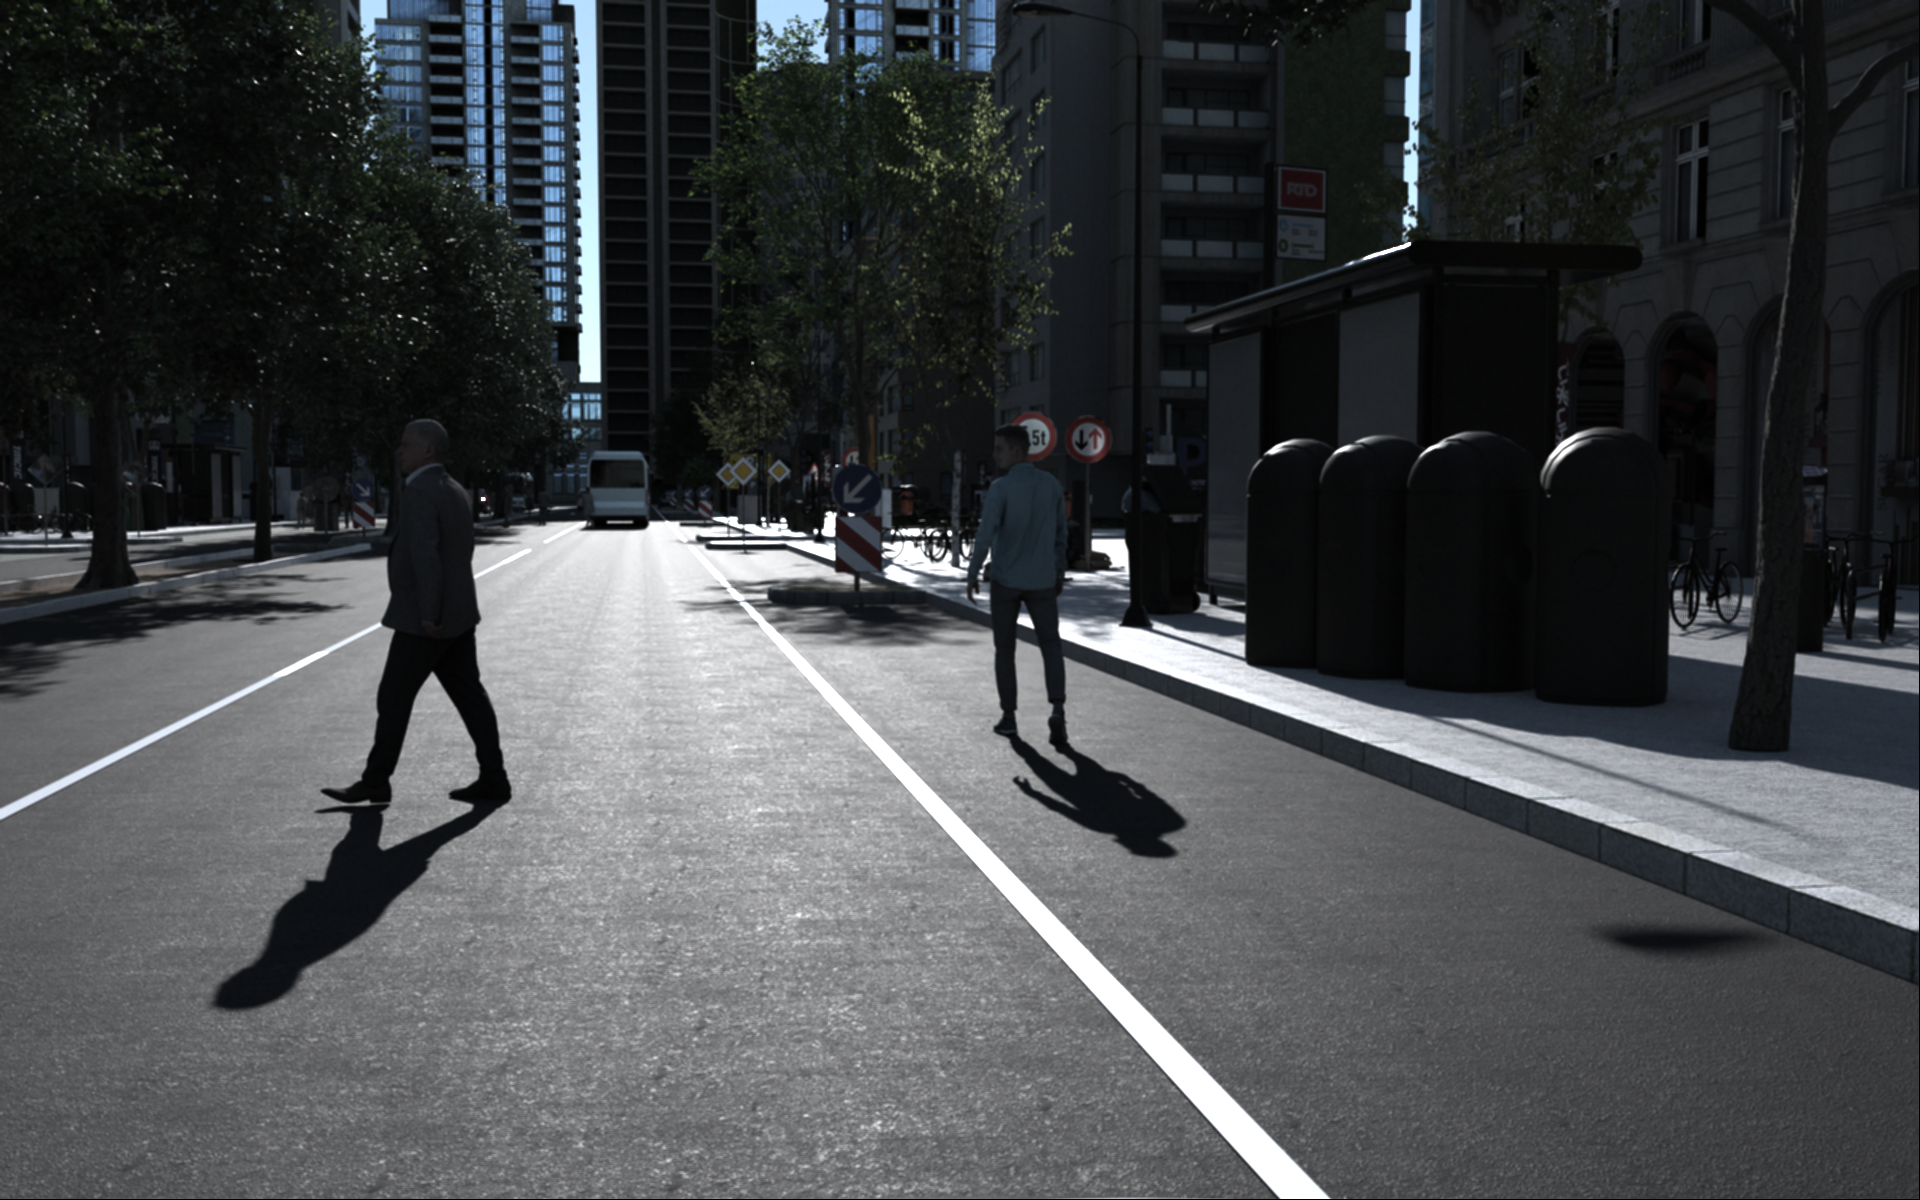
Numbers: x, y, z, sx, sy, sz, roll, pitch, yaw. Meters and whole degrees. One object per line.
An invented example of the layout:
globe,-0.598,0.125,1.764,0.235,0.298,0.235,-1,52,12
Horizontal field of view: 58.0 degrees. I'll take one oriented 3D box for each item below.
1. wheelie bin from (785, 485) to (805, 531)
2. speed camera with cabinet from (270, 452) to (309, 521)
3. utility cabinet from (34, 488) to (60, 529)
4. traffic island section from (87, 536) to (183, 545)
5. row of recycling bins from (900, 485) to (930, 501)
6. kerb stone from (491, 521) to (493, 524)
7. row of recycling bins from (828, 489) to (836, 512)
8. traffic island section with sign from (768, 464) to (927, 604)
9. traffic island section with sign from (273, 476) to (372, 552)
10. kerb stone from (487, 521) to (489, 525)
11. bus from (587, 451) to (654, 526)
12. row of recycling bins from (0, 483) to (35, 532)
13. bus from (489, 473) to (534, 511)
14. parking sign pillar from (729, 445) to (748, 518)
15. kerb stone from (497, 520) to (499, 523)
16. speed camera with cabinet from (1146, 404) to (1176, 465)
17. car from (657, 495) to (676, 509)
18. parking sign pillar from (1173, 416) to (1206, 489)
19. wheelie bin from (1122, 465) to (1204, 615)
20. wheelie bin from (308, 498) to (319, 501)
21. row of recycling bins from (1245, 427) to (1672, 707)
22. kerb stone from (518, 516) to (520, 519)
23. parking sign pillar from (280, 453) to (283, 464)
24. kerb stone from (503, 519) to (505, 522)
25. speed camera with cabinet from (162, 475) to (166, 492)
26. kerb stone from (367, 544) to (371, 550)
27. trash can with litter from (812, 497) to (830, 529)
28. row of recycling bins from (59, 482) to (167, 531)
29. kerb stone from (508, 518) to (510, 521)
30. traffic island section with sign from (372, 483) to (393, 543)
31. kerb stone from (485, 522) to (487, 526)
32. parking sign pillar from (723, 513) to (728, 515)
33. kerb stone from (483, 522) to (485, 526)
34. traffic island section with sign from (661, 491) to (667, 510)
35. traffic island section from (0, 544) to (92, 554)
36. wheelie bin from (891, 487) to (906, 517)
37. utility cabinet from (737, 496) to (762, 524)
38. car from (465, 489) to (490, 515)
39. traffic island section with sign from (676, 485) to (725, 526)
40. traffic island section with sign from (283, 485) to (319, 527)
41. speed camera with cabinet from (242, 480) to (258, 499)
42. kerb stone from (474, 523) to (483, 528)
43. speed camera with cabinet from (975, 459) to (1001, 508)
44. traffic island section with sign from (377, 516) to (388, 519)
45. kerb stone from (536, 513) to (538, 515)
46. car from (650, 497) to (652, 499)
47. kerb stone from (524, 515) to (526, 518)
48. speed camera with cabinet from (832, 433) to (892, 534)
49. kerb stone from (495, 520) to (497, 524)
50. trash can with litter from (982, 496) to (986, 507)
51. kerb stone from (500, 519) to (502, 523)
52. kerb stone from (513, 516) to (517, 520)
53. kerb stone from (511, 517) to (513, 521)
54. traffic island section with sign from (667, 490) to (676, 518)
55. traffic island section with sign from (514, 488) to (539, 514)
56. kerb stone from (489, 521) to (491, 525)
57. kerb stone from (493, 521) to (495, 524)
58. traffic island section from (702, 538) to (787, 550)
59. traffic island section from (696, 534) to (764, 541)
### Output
wheelie bin,-5.616,-3.199,60.212,0.980,1.594,0.693,-2,4,-27
speed camera with cabinet,-32.363,-5.426,83.047,0.660,3.252,2.038,3,5,42
utility cabinet,-33.184,-3.316,62.896,1.173,1.500,0.318,-1,4,-21
traffic island section,-24.009,-1.732,50.598,2.009,0.180,2.903,-1,4,-10
row of recycling bins,-2.210,-5.263,93.160,1.069,1.692,3.534,1,4,9
kerb stone,-21.842,-3.548,80.208,0.120,0.150,1.000,-1,4,-10
row of recycling bins,-7.944,-7.318,126.762,3.534,1.692,1.069,-2,4,-25
traffic island section with sign,-1.589,-0.911,23.517,1.989,1.847,2.006,-1,4,-10
traffic island section with sign,-16.271,-2.202,44.138,2.006,1.907,1.989,-1,4,-10
kerb stone,-21.467,-3.425,78.196,0.120,0.150,1.000,-1,4,-10
bus,-15.770,-5.247,80.644,2.948,3.499,13.247,-1,4,-10
row of recycling bins,-33.114,-3.165,58.854,1.069,1.692,3.534,1,4,20
bus,-38.276,-9.391,148.395,2.948,3.499,13.247,-1,4,-10
parking sign pillar,-11.562,-6.503,94.794,1.447,3.967,1.447,1,4,19
kerb stone,-22.395,-3.733,83.225,0.120,0.150,1.000,-1,4,-10
speed camera with cabinet,4.435,-2.729,38.951,0.660,3.252,2.038,0,4,2
car,-28.117,-9.401,166.284,1.945,1.354,3.894,-1,4,-10
parking sign pillar,8.017,-4.361,59.775,1.447,3.967,1.447,-1,4,-11
wheelie bin,2.152,-0.658,18.674,0.693,1.594,0.980,3,5,45
wheelie bin,-35.008,-5.253,93.789,0.980,1.594,0.693,-1,4,-21
row of recycling bins,3.264,-0.293,11.908,1.069,1.692,3.534,-2,4,-32
kerb stone,-24.998,-4.597,97.353,0.120,0.150,1.000,-1,4,-10
parking sign pillar,-44.994,-7.657,113.660,1.447,3.967,1.447,1,4,8
kerb stone,-23.130,-3.977,87.255,0.120,0.150,1.000,-1,4,-10
speed camera with cabinet,-38.878,-5.405,82.703,0.660,3.252,2.038,3,4,39
kerb stone,-15.241,-1.356,44.373,0.120,0.150,1.000,-1,4,-10
trash can with litter,-5.296,-3.177,63.330,0.624,1.170,1.055,3,4,37
row of recycling bins,-30.113,-3.337,61.668,1.069,1.692,3.534,3,5,44
kerb stone,-23.700,-4.160,90.282,0.120,0.150,1.000,-1,4,-10
traffic island section with sign,-17.604,-2.648,51.424,2.006,1.907,1.989,-1,4,-10
kerb stone,-21.289,-3.363,77.185,0.120,0.150,1.000,-1,4,-10
parking sign pillar,-13.342,-6.976,102.524,1.447,3.967,1.447,-1,4,-16
kerb stone,-21.103,-3.295,76.180,0.120,0.150,1.000,-1,4,-10
traffic island section with sign,-25.692,-8.914,154.375,1.989,1.847,2.006,-1,4,-10
traffic island section,-22.562,-1.252,42.745,2.009,0.180,2.903,-1,4,-10
wheelie bin,-2.638,-4.091,74.799,0.980,1.594,0.693,1,4,10
utility cabinet,-8.999,-3.842,73.981,1.020,1.237,0.306,-2,4,-25
car,-34.463,-6.983,122.844,2.281,1.827,5.304,-1,4,-12
traffic island section with sign,-11.601,-4.236,77.882,1.989,1.847,2.006,-1,4,-10
traffic island section with sign,-28.256,-4.081,75.348,1.989,1.847,2.006,-1,4,-10
speed camera with cabinet,-44.771,-7.080,110.092,2.038,3.252,0.660,1,4,20
kerb stone,-20.911,-3.228,75.175,0.120,0.150,1.000,-1,4,-10
speed camera with cabinet,1.367,-5.560,85.235,0.660,3.252,2.038,-1,4,-22
traffic island section with sign,-33.123,-5.702,101.861,1.989,1.847,2.006,-1,4,-10
kerb stone,-28.154,-5.644,114.501,0.120,0.150,1.000,-1,4,-10
car,-31.331,-9.831,169.768,2.155,1.783,4.494,-1,4,-10
kerb stone,-25.931,-4.905,102.397,0.120,0.150,1.000,-1,4,-10
speed camera with cabinet,-3.183,-3.779,56.117,2.038,3.252,0.660,2,4,34
kerb stone,-22.212,-3.666,82.220,0.120,0.150,1.000,-1,4,-10
trash can with litter,1.594,-4.370,82.832,1.055,1.170,0.624,2,4,30
kerb stone,-22.773,-3.856,85.238,0.120,0.150,1.000,-1,4,-10
kerb stone,-24.625,-4.472,95.329,0.120,0.150,1.000,-1,4,-10
kerb stone,-24.065,-4.289,92.313,0.120,0.150,1.000,-1,4,-10
traffic island section with sign,-16.490,-5.857,104.391,1.989,1.847,2.006,-1,4,-10
traffic island section with sign,-31.224,-7.167,125.323,2.006,1.907,1.989,-1,4,-10
kerb stone,-21.660,-3.487,79.202,0.120,0.150,1.000,-1,4,-10
kerb stone,-22.034,-3.610,81.213,0.120,0.150,1.000,-1,4,-10
traffic island section,-5.702,-1.441,45.833,2.009,0.180,2.903,-1,4,-10
traffic island section,-7.149,-1.921,53.687,2.009,0.180,2.903,-1,4,-10
